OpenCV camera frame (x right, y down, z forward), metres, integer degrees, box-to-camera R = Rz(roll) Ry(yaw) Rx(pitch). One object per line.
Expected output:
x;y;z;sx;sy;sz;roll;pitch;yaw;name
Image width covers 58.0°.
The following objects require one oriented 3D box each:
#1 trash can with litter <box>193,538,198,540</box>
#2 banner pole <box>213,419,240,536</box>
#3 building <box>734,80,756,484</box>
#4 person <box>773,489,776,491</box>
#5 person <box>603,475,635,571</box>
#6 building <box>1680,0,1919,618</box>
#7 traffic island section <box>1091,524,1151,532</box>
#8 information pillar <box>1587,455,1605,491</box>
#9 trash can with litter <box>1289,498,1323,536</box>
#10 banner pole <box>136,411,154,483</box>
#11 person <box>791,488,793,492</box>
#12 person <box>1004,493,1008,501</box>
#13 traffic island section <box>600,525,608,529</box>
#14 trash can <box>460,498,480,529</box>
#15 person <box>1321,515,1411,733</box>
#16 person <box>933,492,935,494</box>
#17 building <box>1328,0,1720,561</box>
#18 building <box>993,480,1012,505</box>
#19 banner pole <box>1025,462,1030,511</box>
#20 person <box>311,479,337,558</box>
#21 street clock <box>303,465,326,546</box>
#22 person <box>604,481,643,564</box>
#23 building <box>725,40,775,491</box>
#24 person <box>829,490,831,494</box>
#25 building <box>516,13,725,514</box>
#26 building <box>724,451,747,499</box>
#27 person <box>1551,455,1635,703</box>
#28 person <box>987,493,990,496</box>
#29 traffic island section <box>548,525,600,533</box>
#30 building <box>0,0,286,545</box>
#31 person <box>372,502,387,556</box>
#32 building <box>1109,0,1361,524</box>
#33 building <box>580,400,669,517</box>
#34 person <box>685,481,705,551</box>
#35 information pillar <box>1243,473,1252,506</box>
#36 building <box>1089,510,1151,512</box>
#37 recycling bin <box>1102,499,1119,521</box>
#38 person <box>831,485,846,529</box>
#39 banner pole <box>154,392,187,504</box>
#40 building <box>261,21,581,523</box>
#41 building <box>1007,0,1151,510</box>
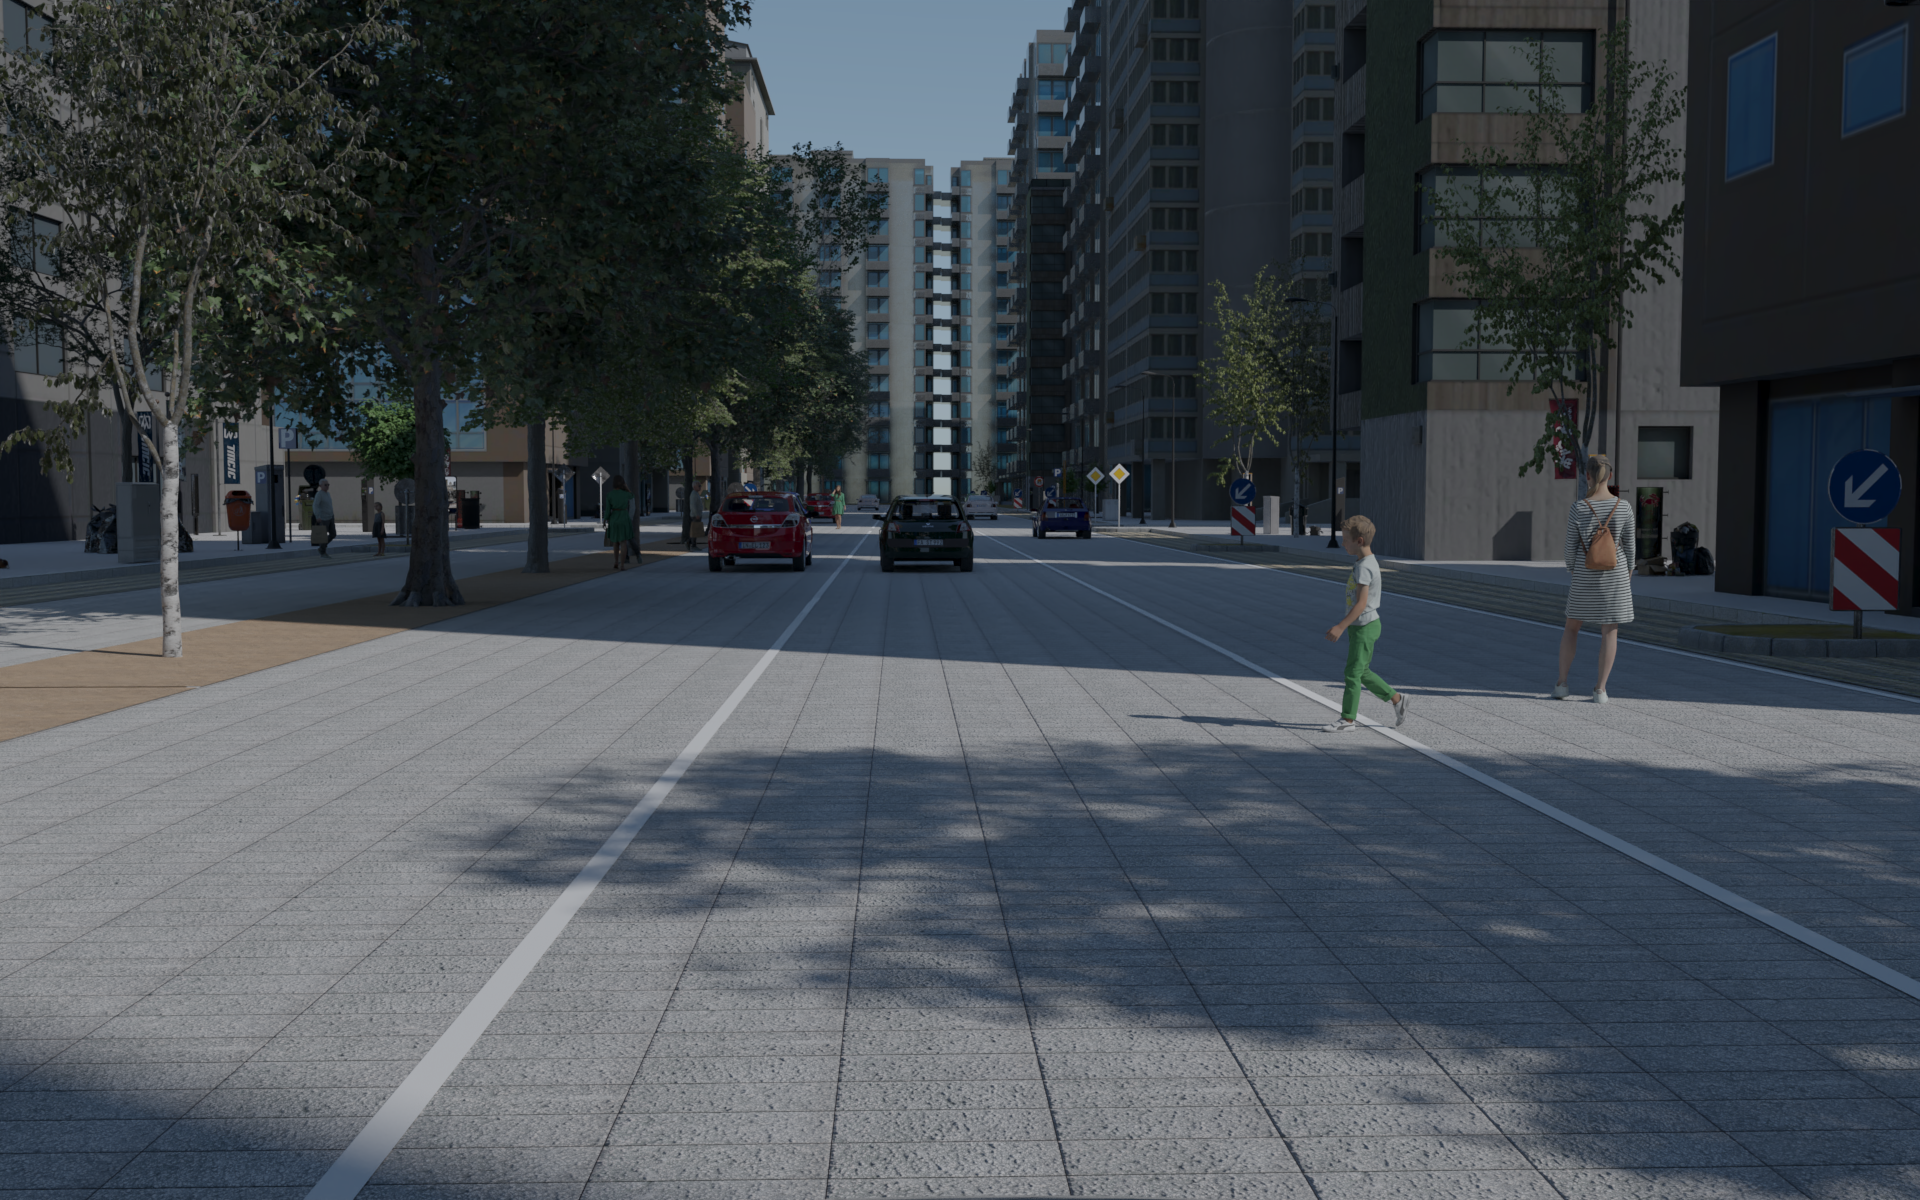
-22.462;-2.276;48.277;2.233;1.210;1.678;0;4;2;trash can with litter
-22.531;-3.863;53.183;0.863;3.779;0.401;-1;4;-16;banner pole
-29.131;-32.676;184.355;14.600;45.320;14.200;0;4;-2;building
-22.025;-12.189;205.331;0.705;1.824;1.348;1;4;13;person
-6.394;-1.450;32.459;0.600;1.795;0.529;-1;4;-12;person
16.694;-22.313;14.927;14.600;45.320;14.200;0;4;-2;building
6.097;-2.671;65.957;2.009;0.180;2.903;0;4;-2;traffic island section
11.871;-1.712;32.485;0.304;2.012;0.304;0;4;-2;information pillar
10.767;-2.594;53.801;1.055;1.170;0.624;2;4;23;trash can with litter
-21.459;-3.421;45.954;0.863;3.779;0.401;1;4;15;banner pole
-11.726;-6.798;119.445;0.447;1.846;0.655;1;4;14;person
5.727;-13.419;226.161;1.217;1.735;0.721;3;4;37;person
-15.207;-3.115;73.218;2.009;0.180;2.903;0;4;-2;traffic island section
-17.913;-3.164;63.379;0.748;1.137;0.748;0;3;0;trash can
2.466;0.140;10.453;0.590;1.304;0.306;-1;4;-11;person
-3.620;-13.489;229.874;0.721;1.723;1.217;0;4;7;person
15.693;-16.372;39.381;14.160;30.474;14.107;0;4;-2;building
20.476;-31.753;211.036;32.217;40.220;23.993;0;4;-2;building
5.288;-8.892;135.399;0.401;3.779;0.863;0;4;4;banner pole
-14.114;-1.792;38.280;0.515;1.767;0.782;0;4;7;person
-15.847;-2.324;42.567;0.471;2.002;0.358;0;4;-3;street clock
-6.929;-1.619;35.463;0.782;1.767;0.515;2;4;30;person
-36.862;-37.862;208.279;27.495;52.752;28.713;0;4;-2;building
-9.312;-7.015;123.867;0.731;1.740;0.598;3;4;37;person
-26.352;-29.882;138.686;14.600;45.320;14.200;0;4;-2;building
-35.222;-19.427;162.676;27.650;21.520;28.899;0;4;-2;building
4.384;-0.148;11.924;0.512;1.701;0.522;1;4;8;person
3.226;-13.031;219.069;1.348;1.831;0.705;0;4;1;person
-14.932;-2.627;65.238;2.009;0.180;2.903;0;4;-2;traffic island section
-34.817;-37.491;51.226;20.611;71.187;20.563;0;4;-2;building
-13.302;-1.619;39.640;0.362;1.253;0.373;3;5;39;person
20.420;-24.330;89.683;23.993;40.220;32.217;0;4;-2;building
-30.272;-29.548;106.818;21.300;48.544;21.600;0;4;-2;building
-6.685;-2.116;43.588;0.515;1.767;0.782;-1;4;-8;person
10.133;-3.461;61.083;0.304;2.012;0.304;1;4;12;information pillar
19.712;-31.376;132.600;23.786;49.044;30.456;0;4;-2;building
7.206;-4.282;82.567;0.722;1.027;0.722;0;4;-6;recycling bin
-4.962;-3.795;70.788;0.600;1.795;0.529;0;4;1;person
-19.187;-3.201;42.356;0.863;3.779;0.401;2;4;30;banner pole
-25.922;-26.366;81.199;14.600;45.320;14.200;0;4;-2;building
16.535;-34.465;183.103;23.786;49.044;30.456;0;4;-2;building
